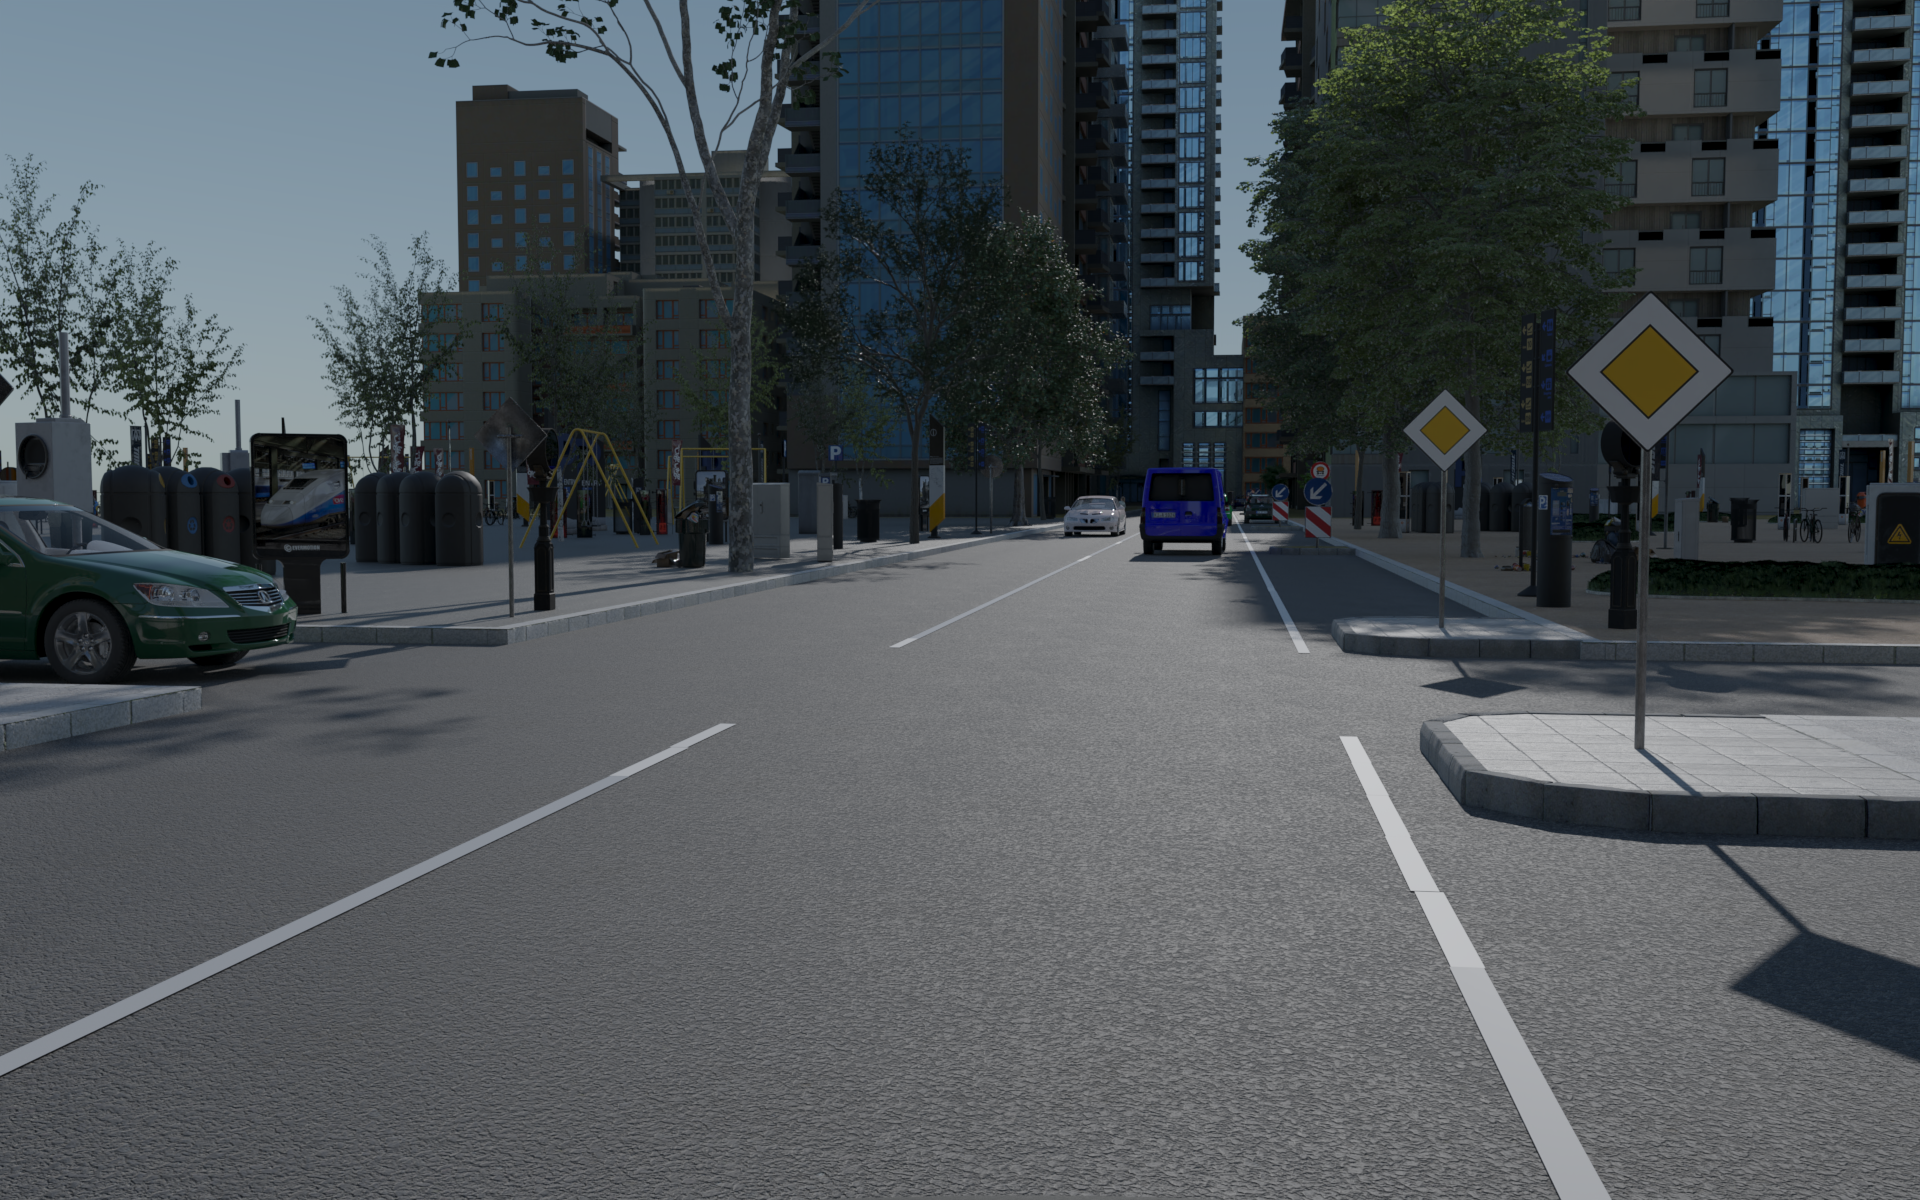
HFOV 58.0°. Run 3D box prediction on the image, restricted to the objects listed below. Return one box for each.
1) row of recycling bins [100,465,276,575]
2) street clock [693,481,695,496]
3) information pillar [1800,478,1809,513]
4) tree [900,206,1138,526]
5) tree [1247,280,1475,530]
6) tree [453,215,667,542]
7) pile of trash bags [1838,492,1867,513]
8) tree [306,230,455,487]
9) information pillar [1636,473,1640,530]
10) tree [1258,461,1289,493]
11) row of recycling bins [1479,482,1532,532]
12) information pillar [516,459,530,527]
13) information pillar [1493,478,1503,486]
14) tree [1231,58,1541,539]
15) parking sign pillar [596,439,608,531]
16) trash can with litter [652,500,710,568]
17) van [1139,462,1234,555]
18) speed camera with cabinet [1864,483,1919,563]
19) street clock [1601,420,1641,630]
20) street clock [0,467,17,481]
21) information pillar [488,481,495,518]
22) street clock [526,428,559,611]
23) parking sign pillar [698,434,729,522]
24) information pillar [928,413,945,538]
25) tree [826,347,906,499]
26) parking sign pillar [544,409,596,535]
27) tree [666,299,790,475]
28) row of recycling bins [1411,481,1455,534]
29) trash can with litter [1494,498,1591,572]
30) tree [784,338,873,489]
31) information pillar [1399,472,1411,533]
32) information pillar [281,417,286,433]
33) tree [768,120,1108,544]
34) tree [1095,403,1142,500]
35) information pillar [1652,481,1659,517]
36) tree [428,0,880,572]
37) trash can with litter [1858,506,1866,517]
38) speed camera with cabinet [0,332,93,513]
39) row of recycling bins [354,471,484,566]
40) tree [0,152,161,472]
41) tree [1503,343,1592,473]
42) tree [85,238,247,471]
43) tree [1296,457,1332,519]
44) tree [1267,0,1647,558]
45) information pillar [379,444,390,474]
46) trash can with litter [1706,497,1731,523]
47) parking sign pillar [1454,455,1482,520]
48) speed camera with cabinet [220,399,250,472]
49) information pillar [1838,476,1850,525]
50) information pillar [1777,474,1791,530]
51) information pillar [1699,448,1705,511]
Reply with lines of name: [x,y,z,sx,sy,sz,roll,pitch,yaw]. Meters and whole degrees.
row of recycling bins: [-11.561,-1.154,25.989,1.069,1.692,3.534,1,4,11]
street clock: [-14.566,-5.569,95.617,0.358,2.002,0.471,-1,4,-16]
information pillar: [37.853,-4.475,77.663,0.304,2.012,0.304,1,4,16]
tree: [2.321,-9.328,69.523,9.611,12.733,9.660,0,3,0]
tree: [14.262,-7.814,62.164,8.767,10.594,7.601,1,4,23]
tree: [-10.555,-5.884,46.559,4.360,8.622,3.978,0,3,0]
pile of trash bags: [40.844,-4.299,80.045,3.447,1.369,1.912,-2,4,-30]
tree: [-15.412,-5.953,47.701,4.360,8.622,3.978,0,3,0]
information pillar: [21.278,-3.025,53.959,0.304,2.012,0.304,3,5,44]
tree: [30.435,-11.220,167.165,4.285,4.588,4.351,0,3,0]
row of recycling bins: [18.943,-3.175,59.028,1.069,1.692,3.534,-3,4,-37]
information pillar: [-17.177,-4.693,68.083,0.504,3.616,0.183,-2,4,-24]
information pillar: [24.201,-4.493,77.957,0.304,2.012,0.304,-1,4,-16]
tree: [12.385,-8.753,49.771,9.857,13.997,8.962,0,3,0]
parking sign pillar: [-13.181,-4.437,61.020,1.447,3.967,1.447,-1,4,-20]
trash can with litter: [-4.908,-1.154,30.260,1.055,1.170,0.624,2,4,24]
van: [5.557,-2.332,42.507,2.240,2.365,5.245,1,4,10]
speed camera with cabinet: [14.658,-1.924,25.787,2.038,3.252,0.660,2,4,28]
street clock: [6.318,-0.727,16.457,0.471,2.002,0.358,-2,4,-30]
street clock: [-25.222,-2.537,46.058,0.471,2.002,0.358,0,4,-5]
information pillar: [-25.645,-5.522,94.774,0.304,2.012,0.304,-2,4,-26]
street clock: [-4.593,-0.889,19.098,0.358,2.002,0.471,0,4,5]
parking sign pillar: [-11.307,-5.530,78.884,1.447,3.967,1.447,2,4,34]
information pillar: [-0.675,-3.595,50.126,0.504,3.616,0.183,2,4,28]
tree: [-4.786,-8.225,84.835,4.737,8.622,4.395,0,3,0]
parking sign pillar: [-12.764,-4.097,55.452,1.447,3.967,1.447,1,4,18]
tree: [-8.509,-6.998,64.775,4.737,8.622,4.395,0,3,0]
row of recycling bins: [15.757,-3.108,57.923,1.069,1.692,3.534,0,4,5]
trash can with litter: [9.869,-1.111,29.222,1.678,1.210,2.233,3,5,44]
tree: [-6.249,-7.865,78.948,4.360,8.622,3.978,0,3,0]
information pillar: [14.646,-3.218,57.114,0.304,2.012,0.304,2,4,35]
information pillar: [-20.691,-3.775,53.074,0.183,3.616,0.504,-1,4,-16]
tree: [-1.373,-6.722,44.323,8.767,10.594,7.601,2,4,29]
tree: [12.457,-11.582,139.723,4.737,8.622,4.395,0,3,0]
information pillar: [25.894,-4.492,64.805,0.504,3.616,0.183,-1,4,-9]
tree: [-4.047,-10.620,29.523,12.611,20.169,13.585,0,3,0]
trash can with litter: [20.261,-1.631,38.054,1.055,1.170,0.624,-3,4,-39]
speed camera with cabinet: [-11.652,-1.654,21.383,2.038,3.252,0.660,2,4,26]
row of recycling bins: [-10.029,-1.519,31.946,3.534,1.692,1.069,3,5,41]
tree: [-19.619,-5.338,37.632,4.360,8.622,3.978,0,3,0]
tree: [28.181,-8.092,82.672,4.737,8.622,4.395,0,3,0]
tree: [-23.170,-6.101,50.108,4.737,8.622,4.395,0,3,0]
tree: [18.237,-5.778,89.068,1.663,3.219,1.824,0,3,0]
tree: [9.941,-7.129,34.685,7.486,12.596,7.792,0,3,0]
information pillar: [-27.100,-5.521,81.617,0.504,3.616,0.183,0,4,3]
trash can with litter: [34.150,-4.071,77.940,1.055,1.170,0.624,2,4,27]
parking sign pillar: [25.578,-6.038,87.192,1.447,3.967,1.447,2,4,32]
speed camera with cabinet: [-14.584,-2.596,36.787,2.038,3.252,0.660,-2,4,-28]
information pillar: [36.533,-4.103,71.584,0.304,2.012,0.304,-3,5,-43]
information pillar: [29.629,-3.532,62.240,0.304,2.012,0.304,-2,4,-32]
information pillar: [37.473,-5.879,87.477,0.183,3.616,0.504,0,4,2]
